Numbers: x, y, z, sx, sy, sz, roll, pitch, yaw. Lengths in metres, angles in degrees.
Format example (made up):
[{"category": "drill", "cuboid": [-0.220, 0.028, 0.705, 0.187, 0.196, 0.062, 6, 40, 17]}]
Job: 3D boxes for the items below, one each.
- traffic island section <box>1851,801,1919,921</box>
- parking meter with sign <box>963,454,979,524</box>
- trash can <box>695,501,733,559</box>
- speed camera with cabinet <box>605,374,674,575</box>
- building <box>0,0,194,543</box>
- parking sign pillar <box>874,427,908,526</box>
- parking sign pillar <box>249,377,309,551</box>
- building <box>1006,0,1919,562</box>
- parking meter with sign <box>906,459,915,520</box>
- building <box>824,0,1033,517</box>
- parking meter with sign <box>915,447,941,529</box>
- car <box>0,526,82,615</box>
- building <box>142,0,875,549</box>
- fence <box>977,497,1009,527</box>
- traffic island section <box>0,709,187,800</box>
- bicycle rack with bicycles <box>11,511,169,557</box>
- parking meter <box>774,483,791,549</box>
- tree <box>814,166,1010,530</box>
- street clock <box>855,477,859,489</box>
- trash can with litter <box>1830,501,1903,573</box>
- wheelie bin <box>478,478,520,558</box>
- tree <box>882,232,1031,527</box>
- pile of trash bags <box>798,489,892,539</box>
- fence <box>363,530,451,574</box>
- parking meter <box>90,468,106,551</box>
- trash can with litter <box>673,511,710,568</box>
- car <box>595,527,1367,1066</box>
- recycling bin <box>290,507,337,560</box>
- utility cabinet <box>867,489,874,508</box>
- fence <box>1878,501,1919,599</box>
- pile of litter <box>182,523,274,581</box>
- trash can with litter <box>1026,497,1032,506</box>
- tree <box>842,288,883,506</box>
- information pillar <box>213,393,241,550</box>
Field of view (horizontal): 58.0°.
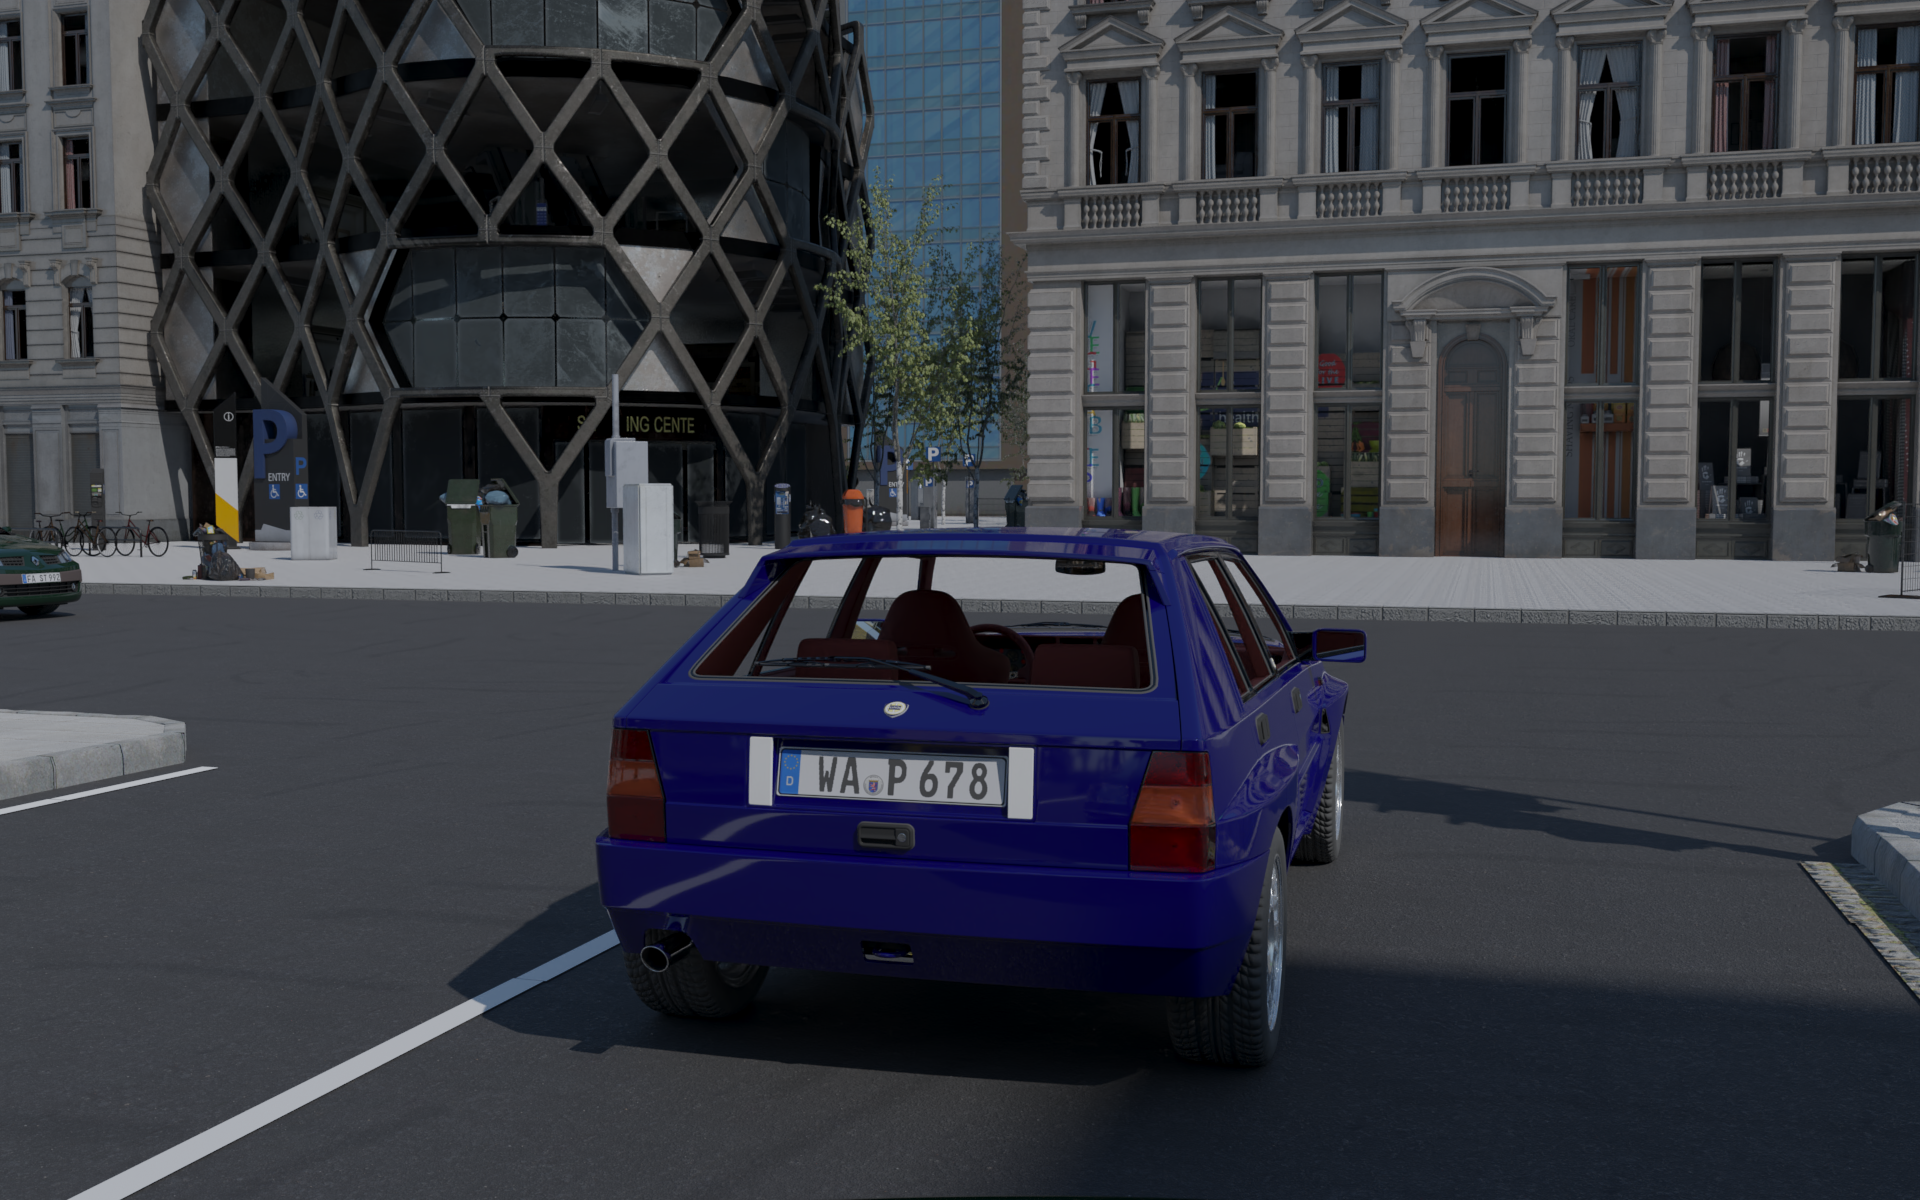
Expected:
[{"category": "traffic island section", "cuboid": [4.246, 1.010, 5.766, 2.009, 0.180, 2.903, 1, 4, 17]}, {"category": "parking meter with sign", "cuboid": [0.517, -4.863, 75.767, 0.543, 3.016, 1.738, 1, 4, 9]}, {"category": "trash can", "cuboid": [-4.921, -1.406, 34.639, 0.748, 1.137, 0.748, 0, 3, 0]}, {"category": "speed camera with cabinet", "cuboid": [-5.225, -2.069, 28.167, 0.660, 3.252, 2.038, -2, 4, -26]}, {"category": "building", "cuboid": [-28.831, -12.367, 51.358, 18.267, 20.994, 9.793, 1, 4, 17]}, {"category": "parking sign pillar", "cuboid": [-2.791, -4.954, 69.474, 1.447, 3.967, 1.447, -2, 4, -30]}, {"category": "parking sign pillar", "cuboid": [-15.589, -3.136, 39.742, 1.447, 3.967, 1.447, 2, 4, 27]}, {"category": "building", "cuboid": [11.634, -12.834, 38.710, 19.941, 23.489, 11.050, 1, 4, 17]}, {"category": "parking meter with sign", "cuboid": [-2.082, -5.418, 84.850, 0.543, 3.016, 1.738, -3, 4, -36]}, {"category": "building", "cuboid": [-0.444, -27.803, 104.683, 14.600, 45.320, 14.200, 1, 4, 17]}, {"category": "parking meter with sign", "cuboid": [-1.113, -4.086, 63.060, 0.543, 3.016, 1.738, 1, 4, 9]}, {"category": "car", "cuboid": [-12.375, -0.643, 20.293, 4.222, 1.686, 2.009, 1, 4, 19]}, {"category": "building", "cuboid": [-11.276, -11.096, 48.875, 16.811, 18.784, 16.820, 1, 4, 17]}, {"category": "fence", "cuboid": [0.871, -2.134, 46.087, 0.480, 1.192, 2.264, -1, 4, -23]}, {"category": "traffic island section", "cuboid": [-5.359, 0.831, 8.688, 2.009, 0.180, 2.903, 1, 4, 17]}, {"category": "bicycle rack with bicycles", "cuboid": [-17.874, -1.322, 34.990, 2.925, 0.926, 2.852, 2, 4, 32]}, {"category": "parking meter", "cuboid": [-4.132, -1.952, 40.322, 0.372, 1.533, 0.369, 0, 3, 0]}, {"category": "tree", "cuboid": [-1.157, -5.467, 39.755, 4.737, 8.622, 4.395, 0, 3, 0]}, {"category": "street clock", "cuboid": [-3.987, -3.652, 64.281, 0.471, 2.002, 0.358, 0, 4, 4]}, {"category": "trash can with litter", "cuboid": [14.835, -1.036, 28.323, 0.624, 1.170, 1.055, -3, 5, -45]}, {"category": "wheelie bin", "cuboid": [-9.280, -1.647, 34.834, 0.693, 1.594, 0.980, -2, 4, -35]}, {"category": "tree", "cuboid": [0.522, -6.070, 49.609, 4.360, 8.622, 3.978, 0, 3, 0]}, {"category": "pile of trash bags", "cuboid": [-2.318, -1.556, 35.194, 1.912, 1.369, 3.447, -1, 4, -11]}, {"category": "fence", "cuboid": [-9.165, -0.811, 28.628, 2.069, 0.683, 0.278, 3, 4, 38]}, {"category": "parking meter", "cuboid": [-19.570, -2.056, 39.328, 0.255, 1.863, 0.399, -1, 4, -19]}, {"category": "trash can with litter", "cuboid": [-4.974, -1.162, 30.379, 1.055, 1.170, 0.624, -2, 4, -29]}, {"category": "car", "cuboid": [0.346, 0.412, 5.841, 1.945, 1.354, 3.894, 1, 4, 16]}, {"category": "recycling bin", "cuboid": [-12.609, -1.299, 33.799, 0.722, 1.027, 0.722, 0, 4, -6]}, {"category": "utility cabinet", "cuboid": [-3.591, -4.229, 77.819, 1.173, 1.500, 0.318, -1, 4, -9]}, {"category": "fence", "cuboid": [12.367, -0.659, 21.971, 2.264, 1.192, 0.480, -3, 5, -42]}, {"category": "pile of litter", "cuboid": [-11.056, -0.743, 26.120, 1.176, 0.858, 1.719, -3, 5, -39]}, {"category": "trash can with litter", "cuboid": [3.768, -4.622, 86.624, 2.233, 1.210, 1.678, -2, 4, -26]}, {"category": "tree", "cuboid": [-2.824, -6.604, 58.338, 4.360, 8.622, 3.978, 0, 3, 0]}, {"category": "information pillar", "cuboid": [-16.951, -2.978, 40.042, 0.504, 3.616, 0.183, -1, 4, -16]}]
